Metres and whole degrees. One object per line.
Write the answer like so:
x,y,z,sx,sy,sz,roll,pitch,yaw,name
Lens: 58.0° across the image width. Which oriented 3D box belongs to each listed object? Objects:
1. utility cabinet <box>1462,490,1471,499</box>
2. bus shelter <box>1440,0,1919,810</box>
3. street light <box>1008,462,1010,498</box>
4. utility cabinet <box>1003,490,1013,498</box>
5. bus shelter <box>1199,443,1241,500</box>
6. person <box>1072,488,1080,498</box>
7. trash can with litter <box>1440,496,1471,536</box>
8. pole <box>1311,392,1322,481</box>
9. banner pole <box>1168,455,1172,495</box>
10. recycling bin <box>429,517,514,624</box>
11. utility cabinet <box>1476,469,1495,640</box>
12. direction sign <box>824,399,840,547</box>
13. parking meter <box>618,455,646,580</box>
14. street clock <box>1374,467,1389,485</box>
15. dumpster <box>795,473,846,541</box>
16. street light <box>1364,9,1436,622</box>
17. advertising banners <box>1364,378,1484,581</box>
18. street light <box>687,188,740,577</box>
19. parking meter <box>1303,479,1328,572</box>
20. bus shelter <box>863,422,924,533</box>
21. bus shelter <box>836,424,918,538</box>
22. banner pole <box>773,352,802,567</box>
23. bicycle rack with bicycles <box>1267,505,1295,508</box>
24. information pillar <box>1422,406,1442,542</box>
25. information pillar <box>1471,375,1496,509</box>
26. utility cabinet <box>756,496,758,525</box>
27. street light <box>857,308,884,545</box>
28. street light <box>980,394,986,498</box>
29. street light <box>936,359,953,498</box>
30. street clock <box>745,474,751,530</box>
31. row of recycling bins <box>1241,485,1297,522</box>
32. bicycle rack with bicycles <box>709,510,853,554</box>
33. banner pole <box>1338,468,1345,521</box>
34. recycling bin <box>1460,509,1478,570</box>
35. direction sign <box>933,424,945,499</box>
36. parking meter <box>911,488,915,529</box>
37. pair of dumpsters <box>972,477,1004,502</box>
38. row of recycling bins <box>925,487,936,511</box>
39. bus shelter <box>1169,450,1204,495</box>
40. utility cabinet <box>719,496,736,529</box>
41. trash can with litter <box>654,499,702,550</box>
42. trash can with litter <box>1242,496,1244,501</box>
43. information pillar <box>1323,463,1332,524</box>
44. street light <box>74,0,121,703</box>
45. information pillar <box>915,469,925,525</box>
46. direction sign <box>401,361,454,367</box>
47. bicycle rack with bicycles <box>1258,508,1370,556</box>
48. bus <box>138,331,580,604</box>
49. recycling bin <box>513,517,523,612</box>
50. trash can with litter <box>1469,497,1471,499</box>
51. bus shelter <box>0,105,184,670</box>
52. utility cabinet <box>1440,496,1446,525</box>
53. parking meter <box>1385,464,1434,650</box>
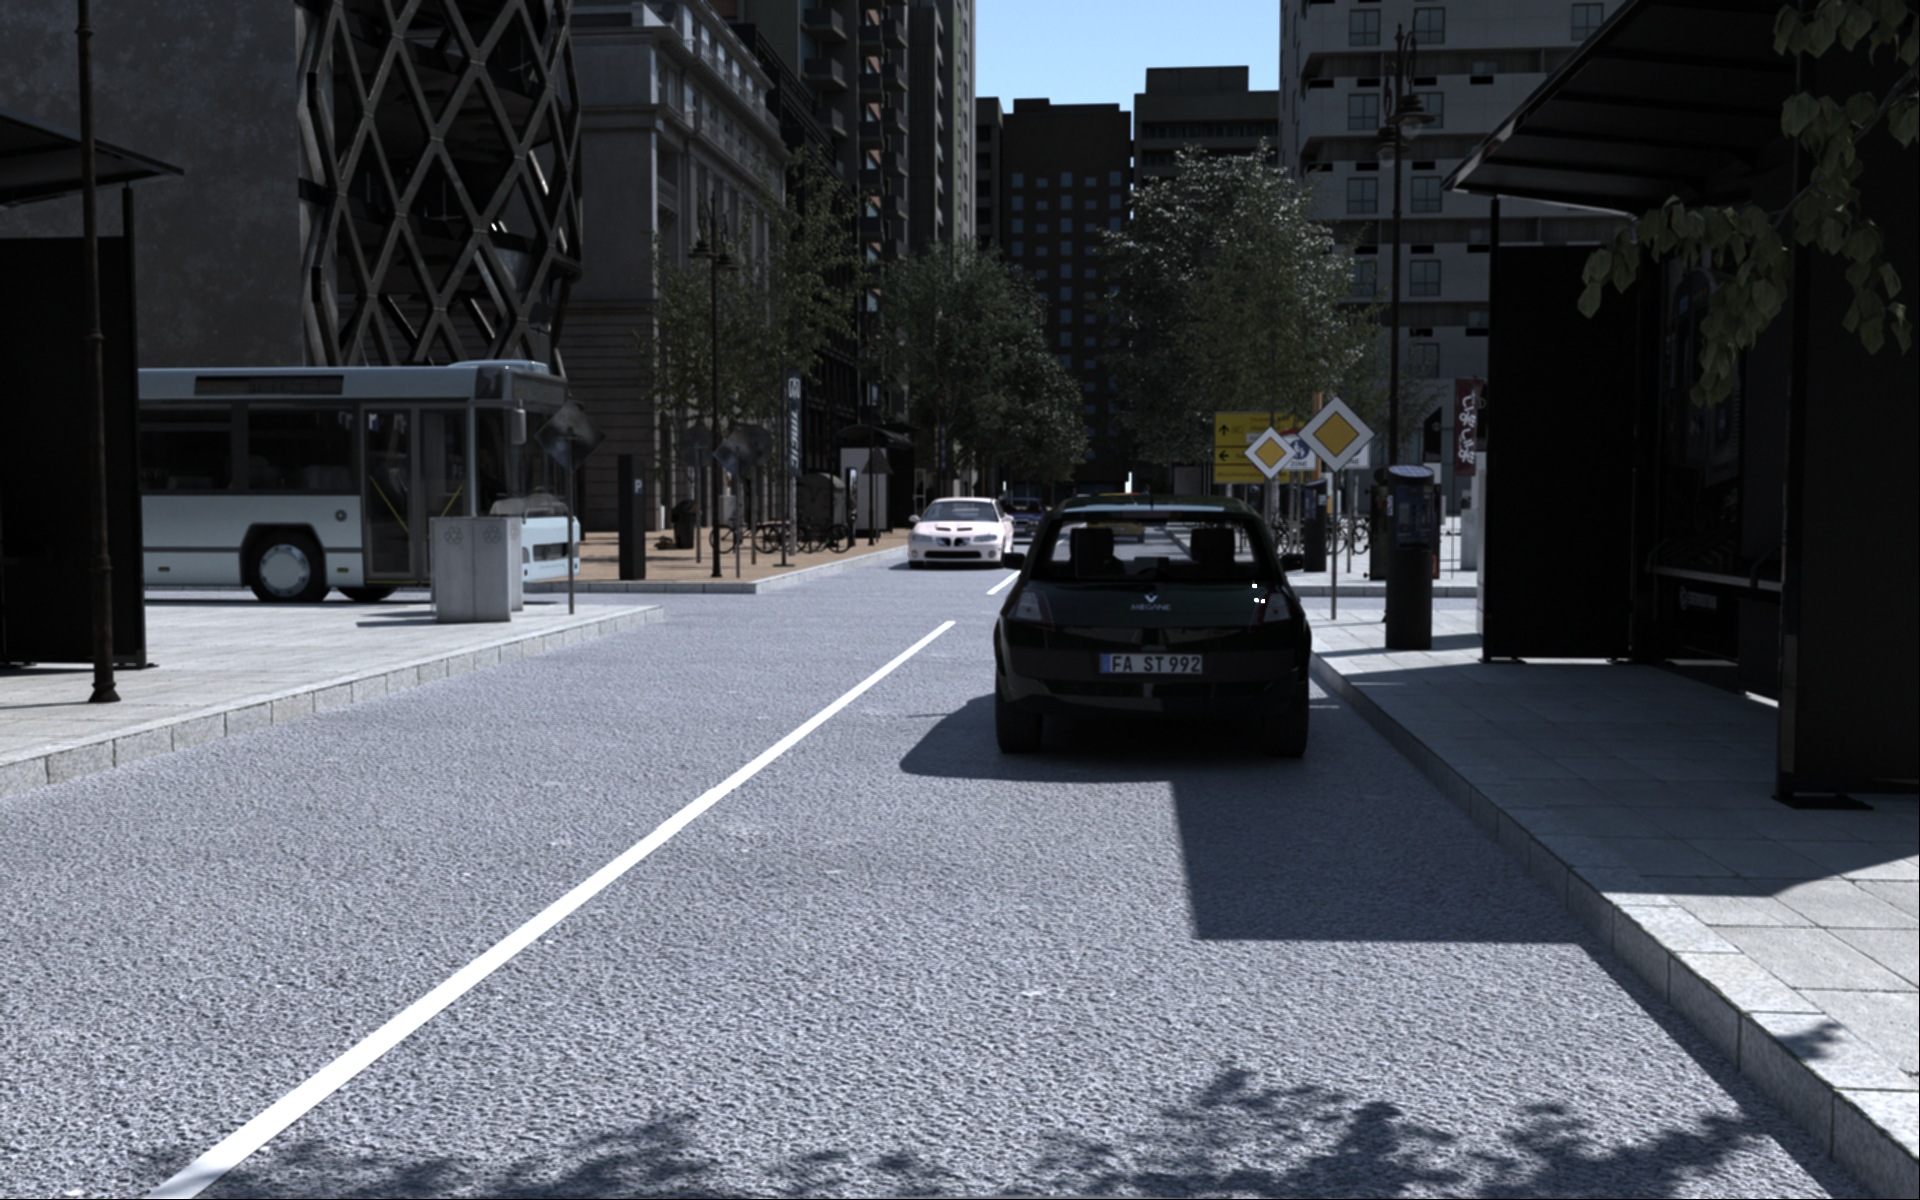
28.450,-5.343,96.032,1.173,1.500,0.318,1,4,19,utility cabinet
4.195,-1.148,10.053,1.731,3.624,6.357,0,4,5,bus shelter
2.650,-7.375,93.376,0.468,5.910,1.993,0,4,5,street light
2.651,-5.631,100.753,0.318,1.500,1.173,2,4,32,utility cabinet
11.113,-5.787,72.243,2.179,5.291,8.768,0,4,5,bus shelter
6.654,-5.546,99.349,0.590,1.801,0.661,1,4,11,person
15.436,-2.616,53.829,1.678,1.210,2.233,3,5,43,trash can with litter
7.155,-2.505,34.794,0.158,3.312,0.155,0,3,0,pole
11.085,-6.197,91.334,0.401,3.779,0.863,0,4,-8,banner pole
-4.961,-0.305,17.545,0.722,1.027,0.722,-1,4,-21,recycling bin
4.788,-0.406,15.320,0.318,1.500,1.173,1,4,12,utility cabinet
-3.109,-3.052,41.904,0.379,3.537,0.876,-1,4,-20,direction sign
-4.900,-1.234,25.880,0.255,1.863,0.399,2,4,24,parking meter
11.248,-2.534,46.007,0.471,2.002,0.358,0,4,-6,street clock
-3.886,-2.570,47.785,1.264,1.857,1.865,0,4,5,dumpster
4.320,-2.715,17.186,0.468,5.910,1.993,0,4,5,street light
6.971,-1.820,25.941,2.074,3.025,0.090,-1,4,-21,advertising banners
-3.759,-3.289,26.571,0.468,5.910,1.993,0,4,5,street light
5.860,-1.232,28.551,0.372,1.533,0.369,0,3,0,parking meter
-2.426,-4.174,59.527,1.731,3.624,6.357,0,4,5,bus shelter
-2.616,-3.612,52.986,2.014,3.302,5.546,0,4,6,bus shelter
-3.025,-2.498,30.860,0.401,3.779,0.863,2,4,26,banner pole
10.092,-2.578,55.525,2.925,0.926,2.852,3,4,37,bicycle rack with bicycles
12.535,-3.340,45.963,0.504,3.616,0.183,-1,4,-10,information pillar
10.272,-2.607,33.976,0.504,3.616,0.183,1,4,22,information pillar
-7.527,-3.188,63.289,0.306,1.237,1.020,0,4,-6,utility cabinet
-2.217,-4.301,43.109,0.468,5.910,1.993,0,4,5,street light
0.973,-6.365,76.850,0.468,5.910,1.993,0,4,5,street light
-0.535,-5.312,59.635,0.468,5.910,1.993,0,4,5,street light
-7.395,-3.454,61.035,0.358,2.002,0.471,0,4,0,street clock
14.167,-4.545,81.420,3.534,1.692,1.069,0,4,5,row of recycling bins
-3.711,-1.511,38.080,2.925,0.926,2.852,1,4,16,bicycle rack with bicycles
18.218,-5.683,82.927,0.401,3.779,0.863,3,5,44,banner pole
8.963,-1.028,29.363,0.722,1.027,0.722,3,5,40,recycling bin
-0.667,-3.915,56.008,0.379,3.537,0.876,1,4,23,direction sign
-2.011,-3.577,66.890,0.372,1.533,0.369,0,3,0,parking meter
1.490,-5.618,94.342,1.574,2.255,4.437,0,4,5,pair of dumpsters
-2.516,-5.459,96.362,3.534,1.692,1.069,3,5,39,row of recycling bins
10.909,-5.375,81.811,2.014,3.302,5.546,0,4,6,bus shelter
-8.597,-3.253,64.341,0.306,1.237,1.020,2,4,29,utility cabinet
-6.519,-1.750,40.001,0.624,1.170,1.055,3,4,39,trash can with litter
13.741,-4.489,84.781,0.624,1.170,1.055,1,4,12,trash can with litter
14.204,-4.622,66.918,0.504,3.616,0.183,-3,5,-42,information pillar
-5.288,-2.308,10.526,0.468,5.910,1.993,0,4,5,street light
-1.178,-2.850,51.090,0.304,2.012,0.304,0,4,1,information pillar
-9.099,-2.307,29.718,0.876,3.537,0.379,-2,4,-24,direction sign
7.345,-1.429,36.752,2.925,0.926,2.852,-1,4,-13,bicycle rack with bicycles
-10.877,-1.688,22.462,13.247,3.499,2.948,0,4,6,bus
-5.264,-0.386,18.858,0.722,1.027,0.722,2,4,28,recycling bin
28.136,-5.077,94.388,1.055,1.170,0.624,-3,5,-40,trash can with litter
-6.753,-1.123,9.650,1.731,3.624,6.357,0,4,5,bus shelter
19.611,-3.703,71.703,0.306,1.237,1.020,-3,4,-38,utility cabinet
3.725,-0.363,14.345,0.372,1.533,0.369,0,3,0,parking meter
